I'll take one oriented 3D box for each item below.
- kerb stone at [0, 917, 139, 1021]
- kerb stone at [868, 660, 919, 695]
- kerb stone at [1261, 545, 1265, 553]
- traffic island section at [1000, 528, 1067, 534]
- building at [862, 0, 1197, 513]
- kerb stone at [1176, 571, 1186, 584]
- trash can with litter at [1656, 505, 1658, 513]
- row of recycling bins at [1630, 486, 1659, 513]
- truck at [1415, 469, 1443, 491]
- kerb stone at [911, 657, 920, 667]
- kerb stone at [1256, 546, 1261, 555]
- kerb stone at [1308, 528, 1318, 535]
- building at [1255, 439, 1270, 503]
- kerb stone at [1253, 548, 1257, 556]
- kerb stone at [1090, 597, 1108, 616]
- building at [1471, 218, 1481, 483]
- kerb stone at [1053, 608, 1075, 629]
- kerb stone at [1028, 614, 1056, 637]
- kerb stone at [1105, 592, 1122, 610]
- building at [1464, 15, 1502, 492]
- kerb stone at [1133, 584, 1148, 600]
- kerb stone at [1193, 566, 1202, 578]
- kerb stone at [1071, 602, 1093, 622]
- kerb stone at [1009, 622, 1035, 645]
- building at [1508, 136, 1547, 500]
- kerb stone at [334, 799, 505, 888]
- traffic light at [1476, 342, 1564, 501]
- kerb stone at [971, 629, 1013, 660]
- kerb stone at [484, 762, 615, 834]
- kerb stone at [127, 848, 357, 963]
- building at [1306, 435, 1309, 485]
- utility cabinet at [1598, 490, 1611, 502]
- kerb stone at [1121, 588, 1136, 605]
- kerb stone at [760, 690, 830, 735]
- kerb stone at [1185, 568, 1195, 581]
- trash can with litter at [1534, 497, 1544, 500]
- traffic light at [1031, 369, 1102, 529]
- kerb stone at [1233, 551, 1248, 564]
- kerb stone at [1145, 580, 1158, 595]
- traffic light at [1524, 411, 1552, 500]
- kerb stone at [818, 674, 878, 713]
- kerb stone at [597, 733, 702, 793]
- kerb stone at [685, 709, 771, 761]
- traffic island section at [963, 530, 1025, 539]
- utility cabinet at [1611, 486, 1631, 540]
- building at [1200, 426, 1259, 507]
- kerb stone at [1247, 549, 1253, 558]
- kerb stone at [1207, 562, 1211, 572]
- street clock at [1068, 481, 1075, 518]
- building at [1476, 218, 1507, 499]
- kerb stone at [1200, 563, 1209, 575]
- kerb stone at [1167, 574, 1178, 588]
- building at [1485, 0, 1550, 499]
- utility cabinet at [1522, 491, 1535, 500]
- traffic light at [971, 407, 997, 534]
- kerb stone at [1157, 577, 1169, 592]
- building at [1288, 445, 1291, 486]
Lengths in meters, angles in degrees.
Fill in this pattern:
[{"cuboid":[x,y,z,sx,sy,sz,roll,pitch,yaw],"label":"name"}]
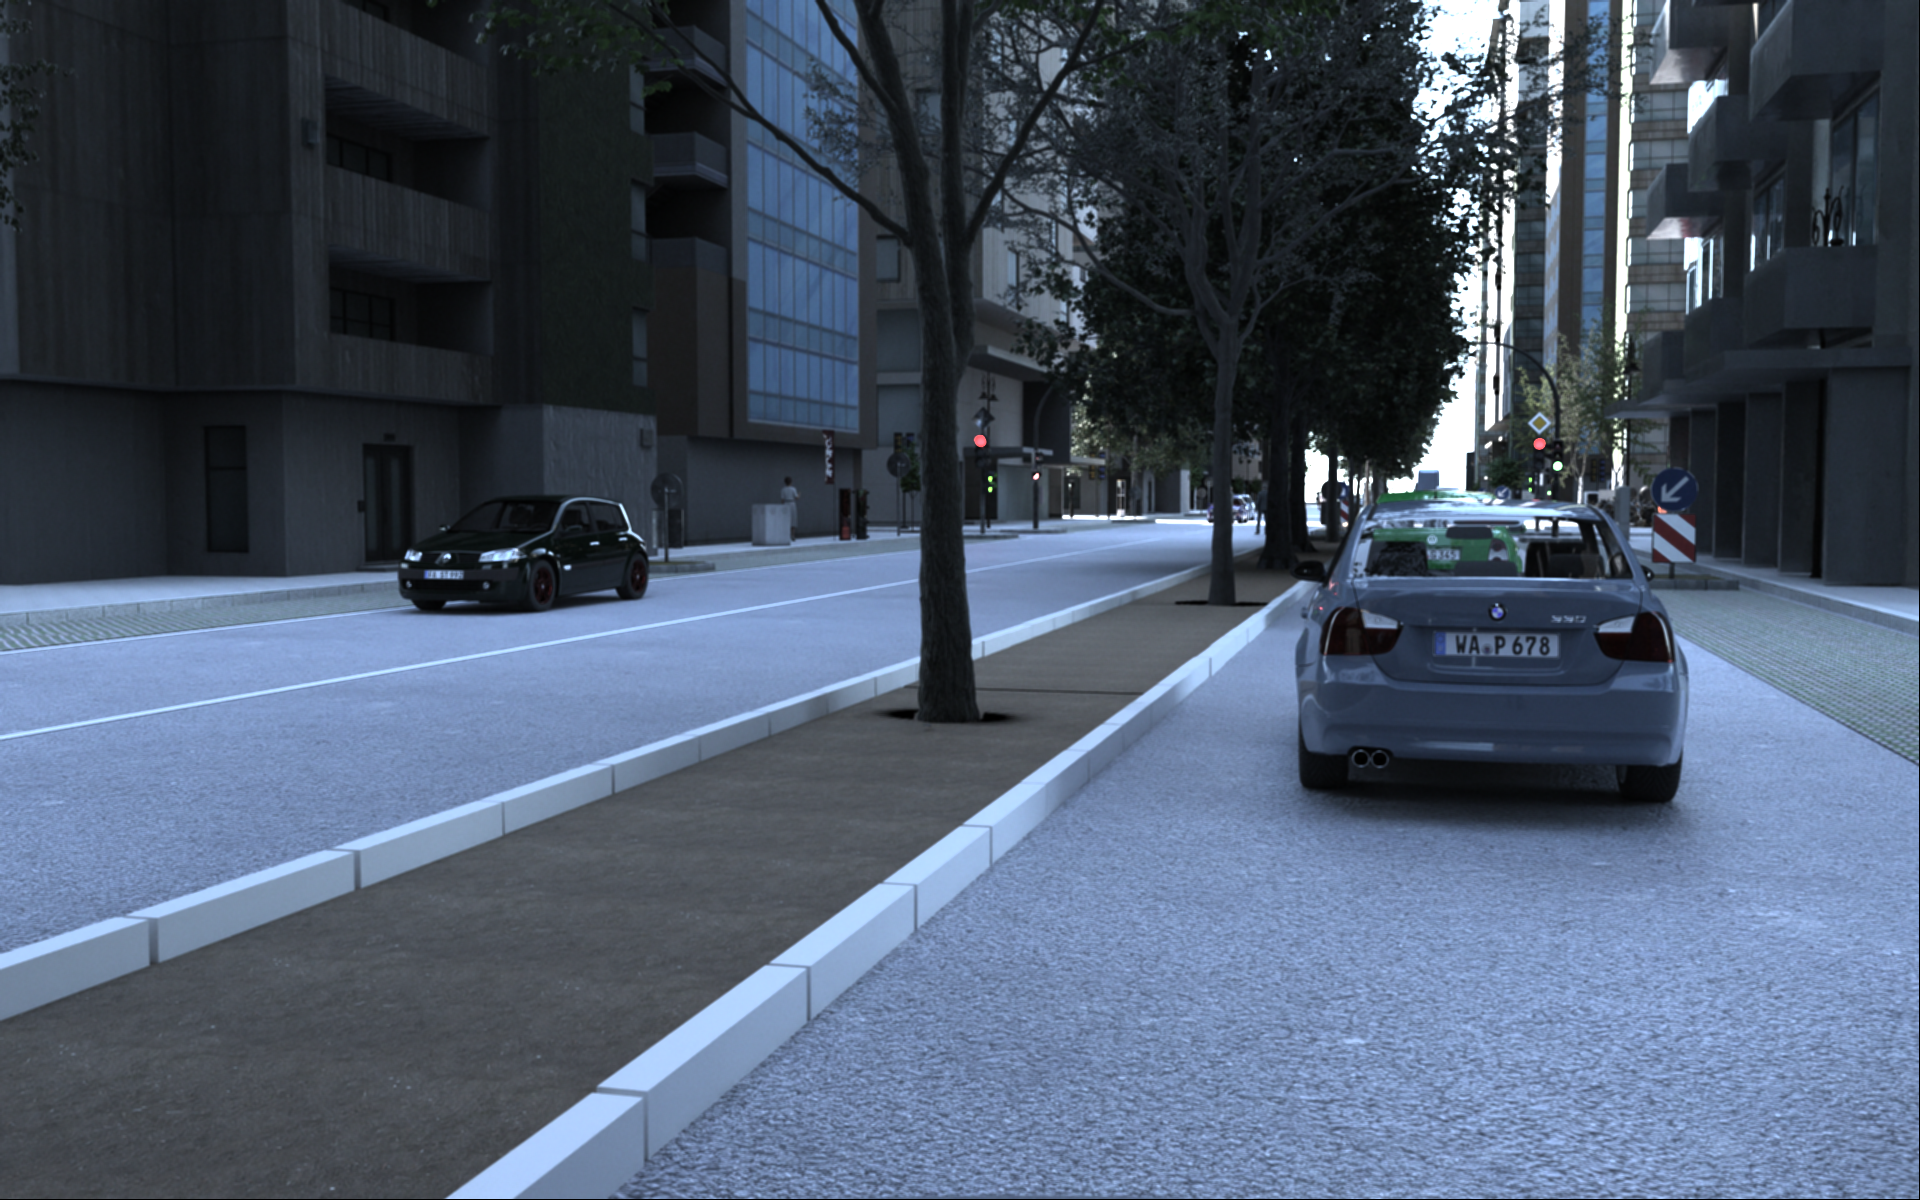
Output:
[{"cuboid":[-2.632,1.067,4.755,0.120,0.150,1.000,1,4,15],"label":"kerb stone"},{"cuboid":[-0.518,0.582,12.680,0.120,0.150,1.000,1,4,15],"label":"kerb stone"},{"cuboid":[7.127,-1.177,41.439,0.120,0.150,1.000,1,4,15],"label":"kerb stone"},{"cuboid":[2.766,-2.527,63.594,2.009,0.180,2.903,1,4,15],"label":"traffic island section"},{"cuboid":[8.619,-34.488,153.110,28.713,52.752,27.495,1,4,15],"label":"building"},{"cuboid":[3.436,-0.328,27.556,0.120,0.150,1.000,1,4,15],"label":"kerb stone"},{"cuboid":[37.251,-4.935,92.080,1.055,1.170,0.624,-2,4,-30],"label":"trash can with litter"},{"cuboid":[35.349,-4.933,87.764,3.534,1.692,1.069,1,4,22],"label":"row of recycling bins"},{"cuboid":[48.447,-11.605,179.494,2.967,4.110,18.799,1,4,16],"label":"truck"},{"cuboid":[-0.258,0.522,13.676,0.120,0.150,1.000,1,4,15],"label":"kerb stone"},{"cuboid":[6.862,-1.116,40.448,0.120,0.150,1.000,1,4,15],"label":"kerb stone"},{"cuboid":[12.791,-2.476,62.746,0.120,0.150,1.000,1,4,15],"label":"kerb stone"},{"cuboid":[28.496,-26.184,199.817,14.160,30.474,14.107,1,4,15],"label":"building"},{"cuboid":[6.598,-1.055,39.446,0.120,0.150,1.000,1,4,15],"label":"kerb stone"},{"cuboid":[1.589,0.098,20.599,0.120,0.150,1.000,1,4,15],"label":"kerb stone"},{"cuboid":[76.597,-35.573,231.736,14.600,45.320,14.200,1,4,15],"label":"building"},{"cuboid":[1.057,0.223,18.624,0.120,0.150,1.000,1,4,15],"label":"kerb stone"},{"cuboid":[0.793,0.281,17.637,0.120,0.150,1.000,1,4,15],"label":"kerb stone"},{"cuboid":[1.848,0.040,21.588,0.120,0.150,1.000,1,4,15],"label":"kerb stone"},{"cuboid":[85.846,-57.413,251.367,22.319,86.520,31.000,1,4,15],"label":"building"},{"cuboid":[2.382,-0.085,23.578,0.120,0.150,1.000,1,4,15],"label":"kerb stone"},{"cuboid":[3.962,-0.449,29.542,0.120,0.150,1.000,1,4,15],"label":"kerb stone"},{"cuboid":[1.324,0.158,19.611,0.120,0.150,1.000,1,4,15],"label":"kerb stone"},{"cuboid":[0.533,0.348,16.648,0.120,0.150,1.000,1,4,15],"label":"kerb stone"},{"cuboid":[52.083,-22.574,140.791,14.160,30.474,14.107,1,4,15],"label":"building"},{"cuboid":[-2.090,0.945,6.742,0.120,0.150,1.000,1,4,15],"label":"kerb stone"},{"cuboid":[15.586,-4.710,51.673,4.771,5.953,1.251,1,4,15],"label":"traffic light"},{"cuboid":[0.282,0.400,15.655,0.120,0.150,1.000,1,4,15],"label":"kerb stone"},{"cuboid":[-1.834,0.887,7.736,0.120,0.150,1.000,1,4,15],"label":"kerb stone"},{"cuboid":[-2.360,1.007,5.748,0.120,0.150,1.000,1,4,15],"label":"kerb stone"},{"cuboid":[42.130,-42.204,279.271,28.713,52.752,27.495,1,4,15],"label":"building"},{"cuboid":[32.467,-4.751,86.361,1.173,1.500,0.318,2,4,33],"label":"utility cabinet"},{"cuboid":[2.120,-0.022,22.582,0.120,0.150,1.000,1,4,15],"label":"kerb stone"},{"cuboid":[-1.045,0.703,10.705,0.120,0.150,1.000,1,4,15],"label":"kerb stone"},{"cuboid":[3.703,-0.384,28.544,0.120,0.150,1.000,1,4,15],"label":"kerb stone"},{"cuboid":[30.614,-4.870,91.009,1.055,1.170,0.624,-1,4,-22],"label":"trash can with litter"},{"cuboid":[4.846,-5.399,62.946,4.771,5.953,1.251,1,4,15],"label":"traffic light"},{"cuboid":[6.068,-0.931,37.465,0.120,0.150,1.000,1,4,15],"label":"kerb stone"},{"cuboid":[2.643,-0.145,24.570,0.120,0.150,1.000,1,4,15],"label":"kerb stone"},{"cuboid":[19.683,-4.286,58.993,0.839,4.253,0.868,1,4,15],"label":"traffic light"},{"cuboid":[-0.783,0.642,11.693,0.120,0.150,1.000,1,4,15],"label":"kerb stone"},{"cuboid":[-1.570,0.825,8.723,0.120,0.150,1.000,1,4,15],"label":"kerb stone"},{"cuboid":[-1.310,0.764,9.712,0.120,0.150,1.000,1,4,15],"label":"kerb stone"},{"cuboid":[0.713,-2.055,55.877,2.009,0.180,2.903,1,4,15],"label":"traffic island section"},{"cuboid":[18.322,-2.403,47.962,0.318,1.500,1.173,1,4,15],"label":"utility cabinet"},{"cuboid":[24.604,-32.760,185.732,14.600,45.320,14.200,1,4,15],"label":"building"},{"cuboid":[6.339,-0.994,38.453,0.120,0.150,1.000,1,4,15],"label":"kerb stone"},{"cuboid":[4.490,-0.571,31.525,0.120,0.150,1.000,1,4,15],"label":"kerb stone"},{"cuboid":[6.002,-5.420,93.181,0.358,2.002,0.471,-1,4,-12],"label":"street clock"},{"cuboid":[72.660,-32.704,218.298,14.154,41.232,14.086,1,4,15],"label":"building"},{"cuboid":[4.224,-0.510,30.530,0.120,0.150,1.000,1,4,15],"label":"kerb stone"},{"cuboid":[3.181,-0.267,26.557,0.120,0.150,1.000,1,4,15],"label":"kerb stone"},{"cuboid":[71.207,-36.493,185.894,28.713,52.752,27.495,1,4,15],"label":"building"},{"cuboid":[37.867,-6.565,116.020,1.173,1.500,0.318,0,4,-8],"label":"utility cabinet"},{"cuboid":[0.749,-4.086,55.732,0.839,4.253,0.868,1,4,15],"label":"traffic light"},{"cuboid":[2.915,-0.206,25.556,0.120,0.150,1.000,1,4,15],"label":"kerb stone"},{"cuboid":[36.088,-27.895,227.786,14.160,30.474,14.107,1,4,15],"label":"building"}]
